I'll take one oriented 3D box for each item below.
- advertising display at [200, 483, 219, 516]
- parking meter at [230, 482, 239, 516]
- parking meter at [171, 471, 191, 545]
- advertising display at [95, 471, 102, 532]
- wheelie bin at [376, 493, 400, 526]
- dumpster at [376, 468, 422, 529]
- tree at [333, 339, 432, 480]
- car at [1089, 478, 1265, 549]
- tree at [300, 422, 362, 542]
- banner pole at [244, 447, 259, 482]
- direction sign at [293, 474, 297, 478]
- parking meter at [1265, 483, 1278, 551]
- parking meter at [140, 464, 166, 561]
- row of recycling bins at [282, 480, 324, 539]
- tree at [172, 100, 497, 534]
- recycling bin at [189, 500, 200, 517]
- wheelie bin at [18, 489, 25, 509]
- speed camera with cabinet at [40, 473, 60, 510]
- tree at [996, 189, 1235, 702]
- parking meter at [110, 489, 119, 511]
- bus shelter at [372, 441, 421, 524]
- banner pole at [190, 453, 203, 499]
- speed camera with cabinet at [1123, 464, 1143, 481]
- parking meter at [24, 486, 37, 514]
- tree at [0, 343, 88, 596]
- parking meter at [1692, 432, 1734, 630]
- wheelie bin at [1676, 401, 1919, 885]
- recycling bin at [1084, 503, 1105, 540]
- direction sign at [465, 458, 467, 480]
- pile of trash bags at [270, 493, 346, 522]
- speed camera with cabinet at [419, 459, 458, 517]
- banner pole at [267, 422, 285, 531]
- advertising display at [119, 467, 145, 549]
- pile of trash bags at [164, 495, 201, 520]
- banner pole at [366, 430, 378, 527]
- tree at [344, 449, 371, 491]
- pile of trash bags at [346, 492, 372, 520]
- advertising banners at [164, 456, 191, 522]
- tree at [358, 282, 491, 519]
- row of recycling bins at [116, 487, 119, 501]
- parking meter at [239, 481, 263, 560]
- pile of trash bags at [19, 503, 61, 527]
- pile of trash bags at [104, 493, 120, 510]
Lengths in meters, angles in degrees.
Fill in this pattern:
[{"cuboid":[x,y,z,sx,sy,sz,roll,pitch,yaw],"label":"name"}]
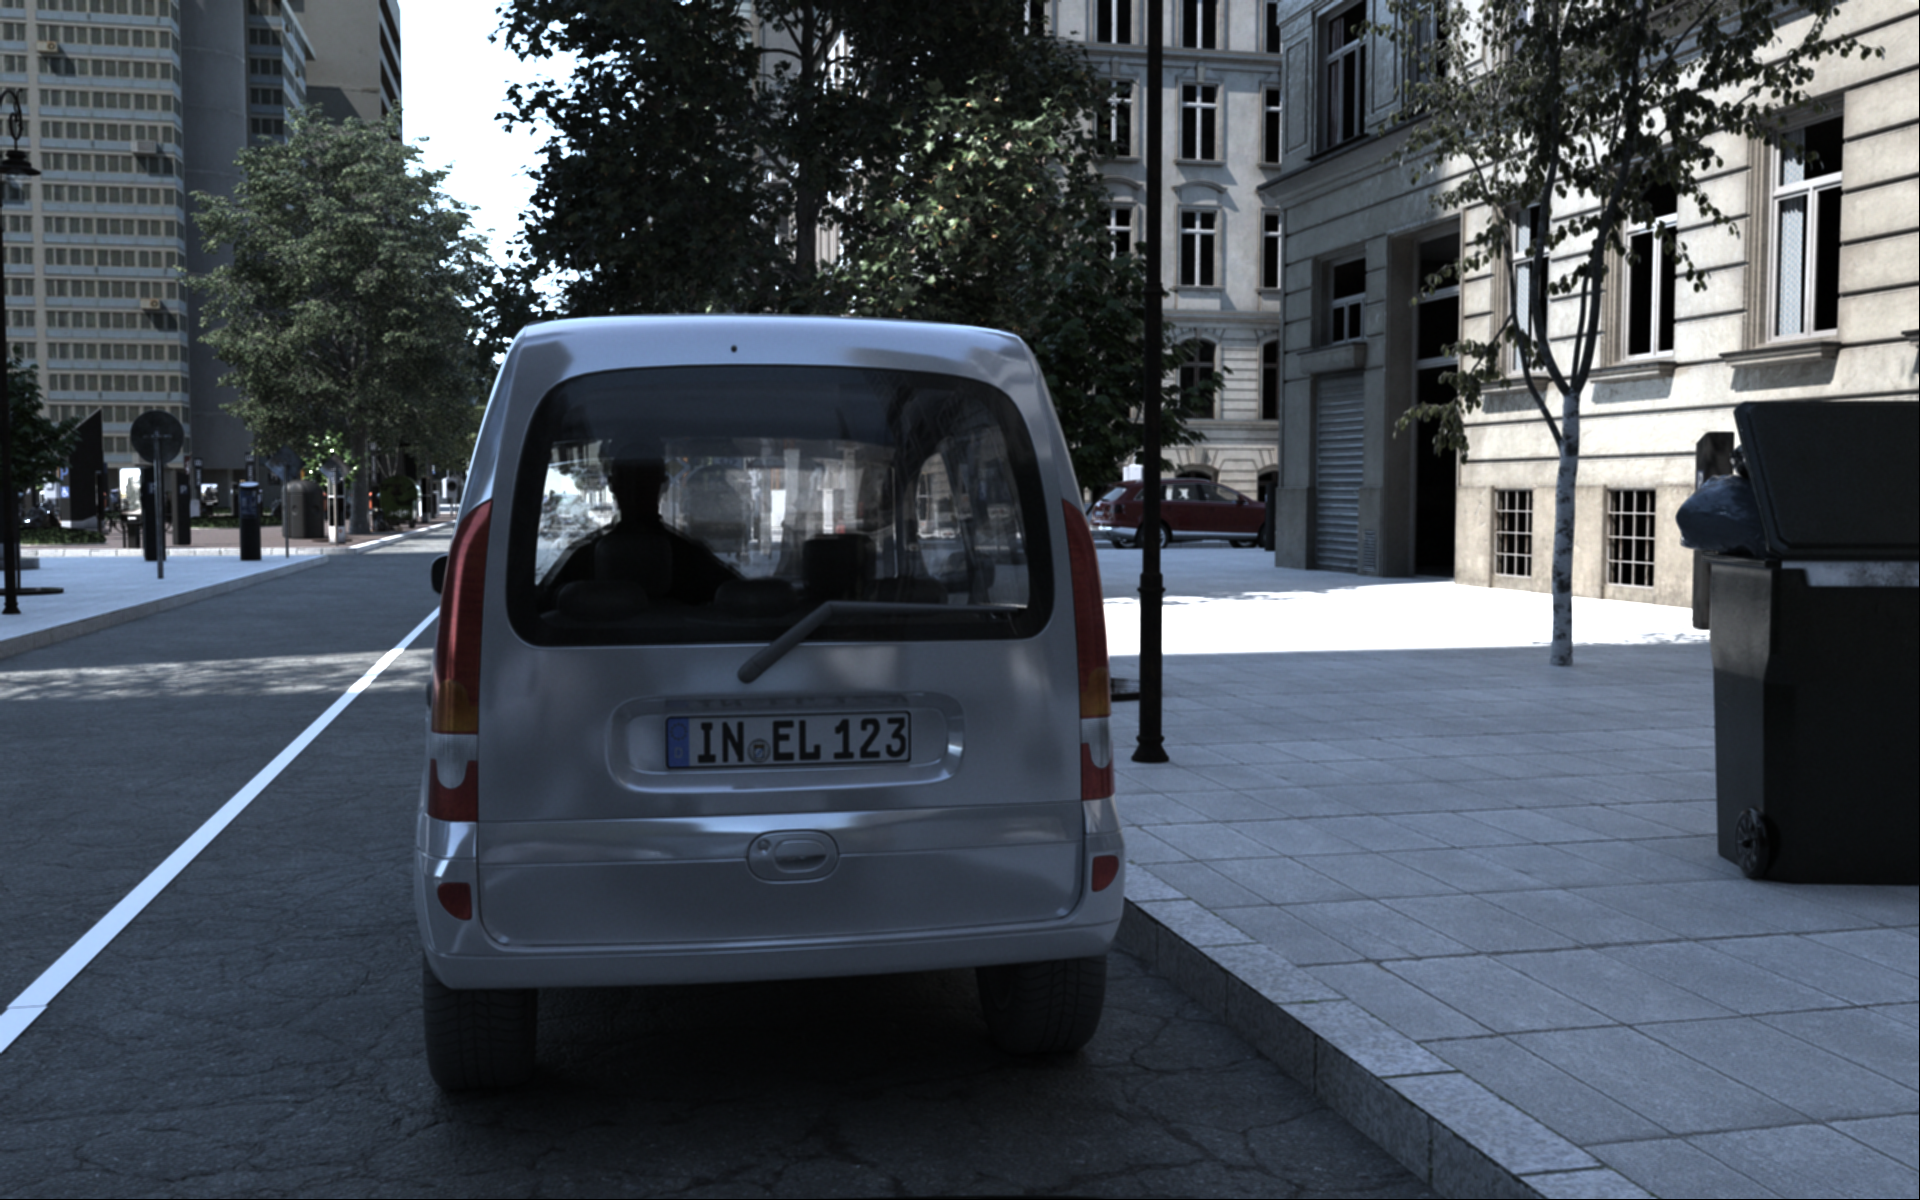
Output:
[{"cuboid":[-43.739,-5.855,100.950,0.974,1.923,0.123,-1,4,-12],"label":"advertising display"},{"cuboid":[-35.211,-4.794,84.089,0.255,1.863,0.399,-3,5,-44],"label":"parking meter"},{"cuboid":[-19.583,-2.315,43.559,0.255,1.863,0.399,2,4,32],"label":"parking meter"},{"cuboid":[-24.593,-2.707,49.469,0.123,1.923,0.974,-2,4,-28],"label":"advertising display"},{"cuboid":[-22.797,-3.746,69.157,0.980,1.594,0.693,-2,4,-29],"label":"wheelie bin"},{"cuboid":[-21.034,-3.818,64.921,1.502,2.255,1.985,-1,4,-13],"label":"dumpster"},{"cuboid":[-23.247,-7.347,70.491,4.360,8.622,3.978,0,3,0],"label":"tree"},{"cuboid":[5.815,-2.072,42.557,5.304,1.827,2.281,-1,4,-15],"label":"car"},{"cuboid":[-16.881,-3.192,46.795,1.663,3.219,1.824,0,3,0],"label":"tree"},{"cuboid":[-37.305,-6.206,91.477,0.863,3.779,0.401,-3,4,-36],"label":"banner pole"},{"cuboid":[-33.446,-5.762,86.208,0.876,3.537,0.379,-3,5,-40],"label":"direction sign"},{"cuboid":[7.071,-1.875,39.062,0.372,1.533,0.369,0,3,0],"label":"parking meter"},{"cuboid":[-15.512,-1.686,33.280,0.399,1.863,0.255,-2,4,-33],"label":"parking meter"},{"cuboid":[-19.385,-2.679,50.921,1.069,1.692,3.534,-2,4,-26],"label":"row of recycling bins"},{"cuboid":[-19.368,-9.082,55.138,9.857,13.997,8.962,0,3,0],"label":"tree"},{"cuboid":[-33.891,-3.888,76.126,0.722,1.027,0.722,-3,5,-41],"label":"recycling bin"},{"cuboid":[-42.941,-4.337,78.821,0.980,1.594,0.693,0,4,2],"label":"wheelie bin"},{"cuboid":[-52.667,-6.482,100.323,2.038,3.252,0.660,3,5,45],"label":"speed camera with cabinet"},{"cuboid":[0.916,-1.008,11.078,1.663,3.219,1.824,0,3,0],"label":"tree"},{"cuboid":[-45.883,-5.235,94.004,0.372,1.533,0.369,0,3,0],"label":"parking meter"},{"cuboid":[-24.745,-5.207,76.414,1.731,3.624,6.357,-1,4,-13],"label":"bus shelter"},{"cuboid":[-46.162,-7.012,104.660,0.863,3.779,0.401,-3,4,-36],"label":"banner pole"},{"cuboid":[6.211,-3.700,54.828,2.038,3.252,0.660,0,4,-2],"label":"speed camera with cabinet"},{"cuboid":[-37.373,-3.909,69.628,0.399,1.863,0.255,1,4,9],"label":"parking meter"},{"cuboid":[-12.008,-1.690,22.231,1.663,3.219,1.824,0,3,0],"label":"tree"},{"cuboid":[7.159,-0.658,16.473,0.255,1.863,0.399,1,4,8],"label":"parking meter"},{"cuboid":[2.924,0.123,5.904,0.980,1.594,0.693,0,4,4],"label":"wheelie bin"},{"cuboid":[3.609,-2.208,48.660,0.722,1.027,0.722,-2,4,-31],"label":"recycling bin"},{"cuboid":[-30.192,-6.966,105.885,0.379,3.537,0.876,-1,4,-15],"label":"direction sign"},{"cuboid":[-30.655,-4.340,80.714,3.447,1.369,1.912,2,4,32],"label":"pile of trash bags"},{"cuboid":[-29.504,-6.337,97.944,2.038,3.252,0.660,-3,5,-39],"label":"speed camera with cabinet"},{"cuboid":[-23.546,-4.269,59.820,0.401,3.779,0.863,3,5,40],"label":"banner pole"},{"cuboid":[-19.556,-2.186,40.957,0.974,1.923,0.123,2,4,35],"label":"advertising display"},{"cuboid":[-38.094,-4.527,83.766,1.912,1.369,3.447,0,4,-2],"label":"pile of trash bags"},{"cuboid":[-22.859,-4.725,67.275,0.401,3.779,0.863,1,4,15],"label":"banner pole"},{"cuboid":[-38.742,-7.796,111.175,4.285,4.588,4.351,0,3,0],"label":"tree"},{"cuboid":[-30.951,-4.743,87.295,3.447,1.369,1.912,-3,4,-37],"label":"pile of trash bags"},{"cuboid":[-35.262,-5.014,78.162,0.090,3.025,2.074,1,4,8],"label":"advertising banners"},{"cuboid":[-27.616,-10.486,89.567,7.486,12.596,7.792,0,3,0],"label":"tree"},{"cuboid":[-48.348,-5.734,100.862,1.069,1.692,3.534,-1,4,-10],"label":"row of recycling bins"},{"cuboid":[-13.769,-1.539,33.581,0.372,1.533,0.369,0,3,0],"label":"parking meter"},{"cuboid":[-32.318,-3.000,58.804,3.447,1.369,1.912,0,4,7],"label":"pile of trash bags"},{"cuboid":[-46.111,-5.261,95.763,3.447,1.369,1.912,0,4,3],"label":"pile of trash bags"}]
